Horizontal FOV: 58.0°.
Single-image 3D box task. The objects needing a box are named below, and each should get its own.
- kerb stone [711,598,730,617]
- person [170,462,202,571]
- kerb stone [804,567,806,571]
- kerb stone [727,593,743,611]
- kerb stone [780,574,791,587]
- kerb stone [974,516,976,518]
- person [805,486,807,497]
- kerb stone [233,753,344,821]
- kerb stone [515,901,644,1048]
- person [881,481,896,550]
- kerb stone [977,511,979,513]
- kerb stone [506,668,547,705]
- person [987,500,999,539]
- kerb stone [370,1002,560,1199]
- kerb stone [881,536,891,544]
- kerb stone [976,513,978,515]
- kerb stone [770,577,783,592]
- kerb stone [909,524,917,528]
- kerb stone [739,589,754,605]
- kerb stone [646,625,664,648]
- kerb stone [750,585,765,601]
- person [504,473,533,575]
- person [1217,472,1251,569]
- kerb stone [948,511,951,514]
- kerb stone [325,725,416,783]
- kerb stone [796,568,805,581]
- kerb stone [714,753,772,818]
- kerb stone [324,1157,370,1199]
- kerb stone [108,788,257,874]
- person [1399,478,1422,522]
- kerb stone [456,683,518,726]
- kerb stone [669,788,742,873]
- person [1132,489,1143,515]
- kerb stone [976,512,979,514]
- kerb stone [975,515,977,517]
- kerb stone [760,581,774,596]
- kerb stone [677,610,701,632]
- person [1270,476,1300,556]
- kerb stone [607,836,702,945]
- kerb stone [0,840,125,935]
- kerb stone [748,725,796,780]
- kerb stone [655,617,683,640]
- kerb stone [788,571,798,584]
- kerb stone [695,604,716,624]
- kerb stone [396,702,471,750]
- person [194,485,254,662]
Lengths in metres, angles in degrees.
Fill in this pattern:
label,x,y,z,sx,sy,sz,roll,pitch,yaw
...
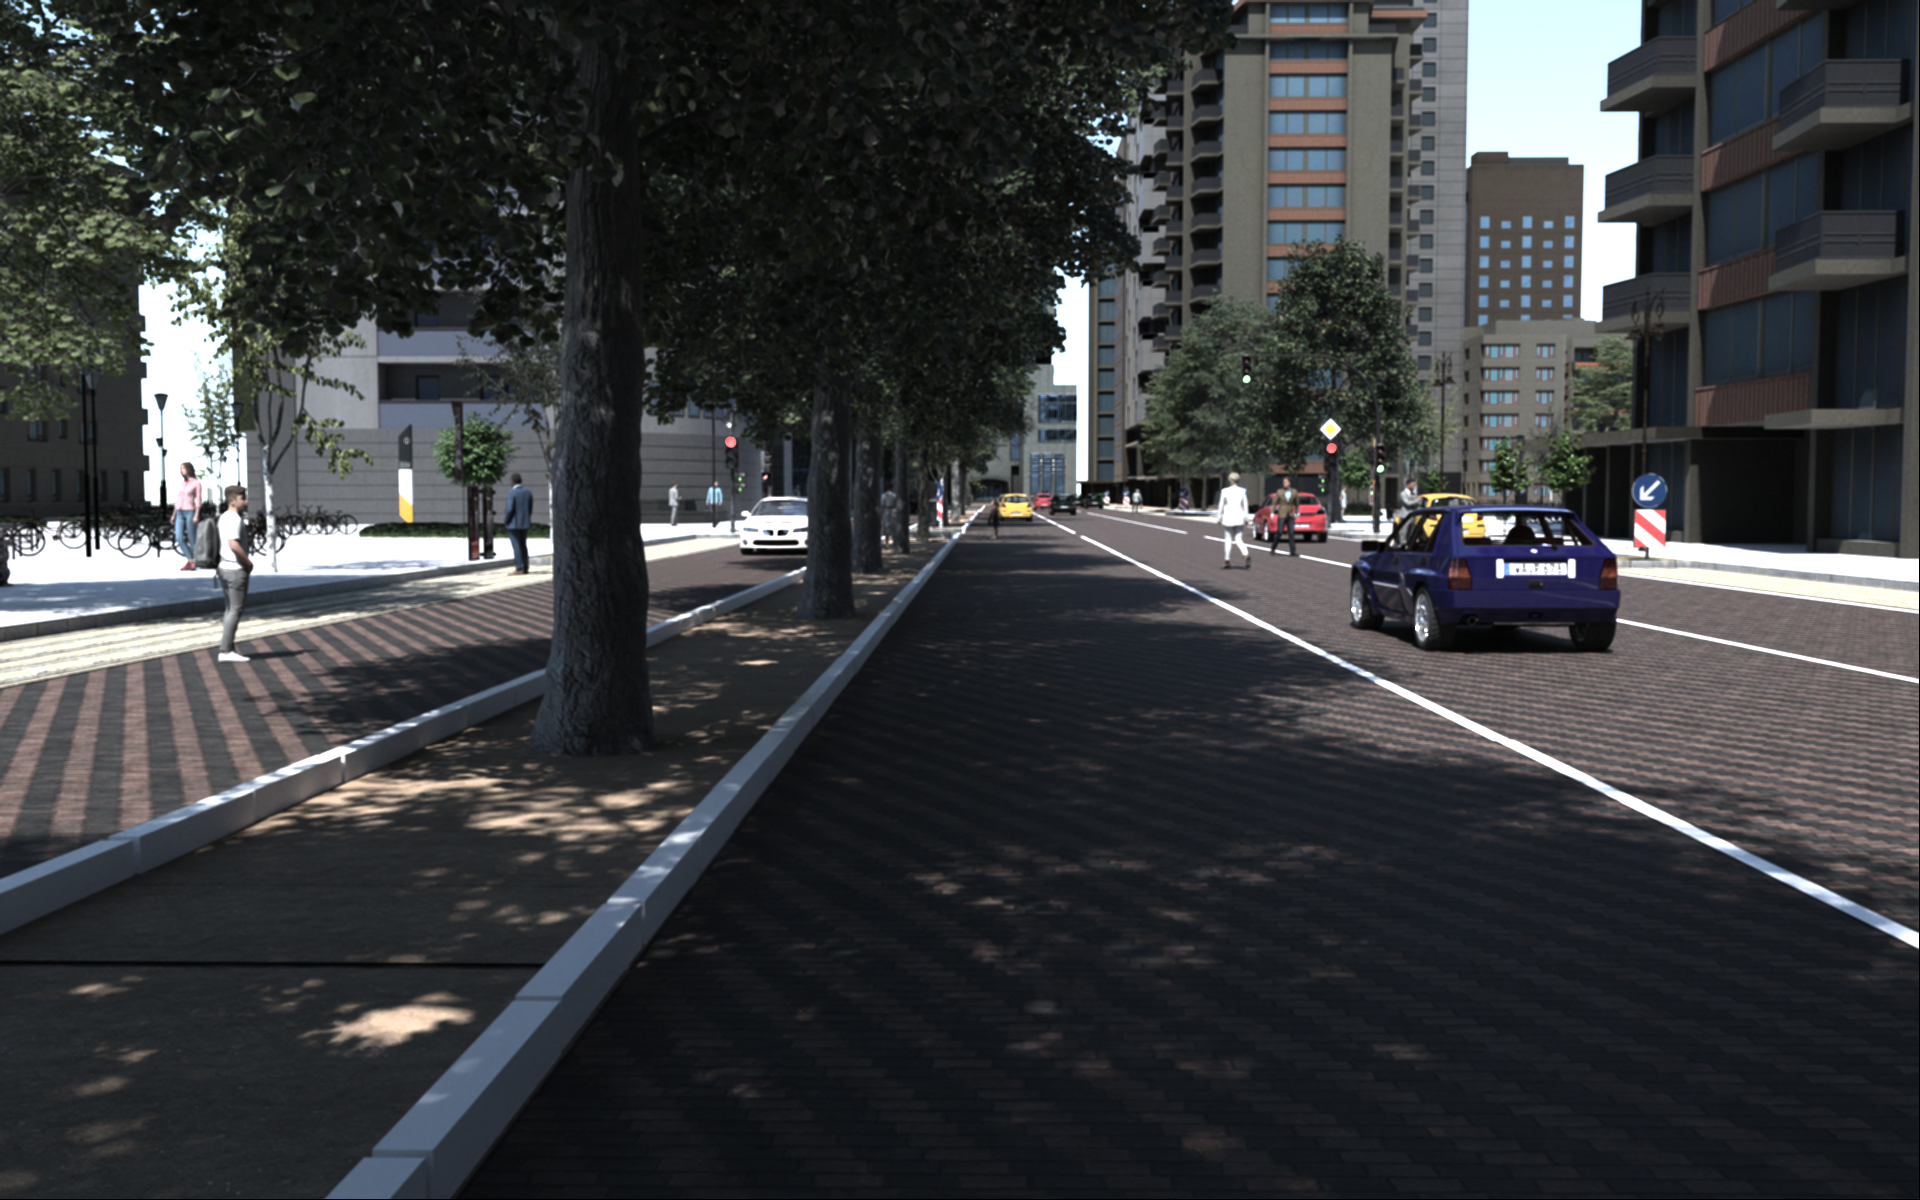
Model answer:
label,x,y,z,sx,sy,sz,roll,pitch,yaw
kerb stone,-2.860,0.115,20.309,0.120,0.150,1.000,0,4,1
person,-12.944,-1.401,28.963,0.555,1.821,0.388,0,4,7
kerb stone,-2.676,-0.449,29.541,0.120,0.150,1.000,0,4,1
kerb stone,-2.839,0.054,21.338,0.120,0.150,1.000,0,4,1
kerb stone,-2.746,-0.261,26.467,0.120,0.150,1.000,0,4,1
kerb stone,0.618,-4.180,90.533,0.120,0.150,1.000,0,4,1
person,-9.112,-5.917,102.967,0.473,1.802,0.592,2,4,27
kerb stone,-3.108,0.868,8.010,0.120,0.150,1.000,0,4,1
kerb stone,-1.067,1.056,4.928,0.120,0.150,1.000,0,4,1
person,-1.759,-2.139,44.049,0.480,1.755,0.524,0,4,-3
kerb stone,1.017,-5.433,111.028,0.120,0.150,1.000,0,4,1
kerb stone,-3.026,0.619,12.107,0.120,0.150,1.000,0,4,1
person,1.072,-2.590,55.519,0.373,1.253,0.362,1,4,16
kerb stone,-1.082,1.121,3.896,0.120,0.150,1.000,0,4,1
kerb stone,-2.241,-1.828,52.079,0.120,0.150,1.000,0,4,1
kerb stone,0.857,-4.932,102.830,0.120,0.150,1.000,0,4,1
kerb stone,-2.765,-0.198,25.434,0.120,0.150,1.000,0,4,1
kerb stone,-1.885,-2.924,70.065,0.120,0.150,1.000,0,4,1
kerb stone,-2.820,-0.010,22.360,0.120,0.150,1.000,0,4,1
kerb stone,-2.946,0.369,16.204,0.120,0.150,1.000,0,4,1
kerb stone,-2.798,-0.073,23.388,0.120,0.150,1.000,0,4,1
person,-7.766,-1.335,30.514,0.419,1.800,0.721,1,4,22
person,5.215,-1.494,32.814,0.514,1.842,0.818,-2,4,-24
kerb stone,-0.630,-6.816,133.638,0.120,0.150,1.000,0,4,1
kerb stone,-3.080,0.805,9.035,0.120,0.150,1.000,0,4,1
kerb stone,-2.705,-0.387,28.519,0.120,0.150,1.000,0,4,1
kerb stone,-1.007,0.868,8.007,0.120,0.150,1.000,0,4,1
kerb stone,-1.109,1.190,2.874,0.120,0.150,1.000,0,4,1
kerb stone,-3.120,0.930,6.988,0.120,0.150,1.000,0,4,1
person,10.419,-1.917,40.021,0.466,1.800,0.511,3,4,37
kerb stone,-3.047,0.680,11.085,0.120,0.150,1.000,0,4,1
kerb stone,-1.024,0.930,6.985,0.120,0.150,1.000,0,4,1
person,12.429,-6.867,121.265,0.782,1.767,0.515,1,4,14
kerb stone,0.915,-5.119,105.914,0.120,0.150,1.000,0,4,1
kerb stone,0.721,-4.493,95.655,0.120,0.150,1.000,0,4,1
kerb stone,-2.781,-0.135,24.410,0.120,0.150,1.000,0,4,1
kerb stone,-2.905,0.242,18.253,0.120,0.150,1.000,0,4,1
person,7.498,-1.936,40.070,0.656,1.842,0.836,-3,4,-37
kerb stone,-1.043,0.993,5.959,0.120,0.150,1.000,0,4,1
kerb stone,-3.150,1.000,5.955,0.120,0.150,1.000,0,4,1
kerb stone,-0.984,0.805,9.029,0.120,0.150,1.000,0,4,1
kerb stone,-2.931,0.304,17.226,0.120,0.150,1.000,0,4,1
kerb stone,-2.725,-0.321,27.497,0.120,0.150,1.000,0,4,1
kerb stone,-2.886,0.179,19.275,0.120,0.150,1.000,0,4,1
kerb stone,-3.069,0.742,10.060,0.120,0.150,1.000,0,4,1
person,-6.236,-0.227,14.815,0.503,1.515,0.523,1,4,18
